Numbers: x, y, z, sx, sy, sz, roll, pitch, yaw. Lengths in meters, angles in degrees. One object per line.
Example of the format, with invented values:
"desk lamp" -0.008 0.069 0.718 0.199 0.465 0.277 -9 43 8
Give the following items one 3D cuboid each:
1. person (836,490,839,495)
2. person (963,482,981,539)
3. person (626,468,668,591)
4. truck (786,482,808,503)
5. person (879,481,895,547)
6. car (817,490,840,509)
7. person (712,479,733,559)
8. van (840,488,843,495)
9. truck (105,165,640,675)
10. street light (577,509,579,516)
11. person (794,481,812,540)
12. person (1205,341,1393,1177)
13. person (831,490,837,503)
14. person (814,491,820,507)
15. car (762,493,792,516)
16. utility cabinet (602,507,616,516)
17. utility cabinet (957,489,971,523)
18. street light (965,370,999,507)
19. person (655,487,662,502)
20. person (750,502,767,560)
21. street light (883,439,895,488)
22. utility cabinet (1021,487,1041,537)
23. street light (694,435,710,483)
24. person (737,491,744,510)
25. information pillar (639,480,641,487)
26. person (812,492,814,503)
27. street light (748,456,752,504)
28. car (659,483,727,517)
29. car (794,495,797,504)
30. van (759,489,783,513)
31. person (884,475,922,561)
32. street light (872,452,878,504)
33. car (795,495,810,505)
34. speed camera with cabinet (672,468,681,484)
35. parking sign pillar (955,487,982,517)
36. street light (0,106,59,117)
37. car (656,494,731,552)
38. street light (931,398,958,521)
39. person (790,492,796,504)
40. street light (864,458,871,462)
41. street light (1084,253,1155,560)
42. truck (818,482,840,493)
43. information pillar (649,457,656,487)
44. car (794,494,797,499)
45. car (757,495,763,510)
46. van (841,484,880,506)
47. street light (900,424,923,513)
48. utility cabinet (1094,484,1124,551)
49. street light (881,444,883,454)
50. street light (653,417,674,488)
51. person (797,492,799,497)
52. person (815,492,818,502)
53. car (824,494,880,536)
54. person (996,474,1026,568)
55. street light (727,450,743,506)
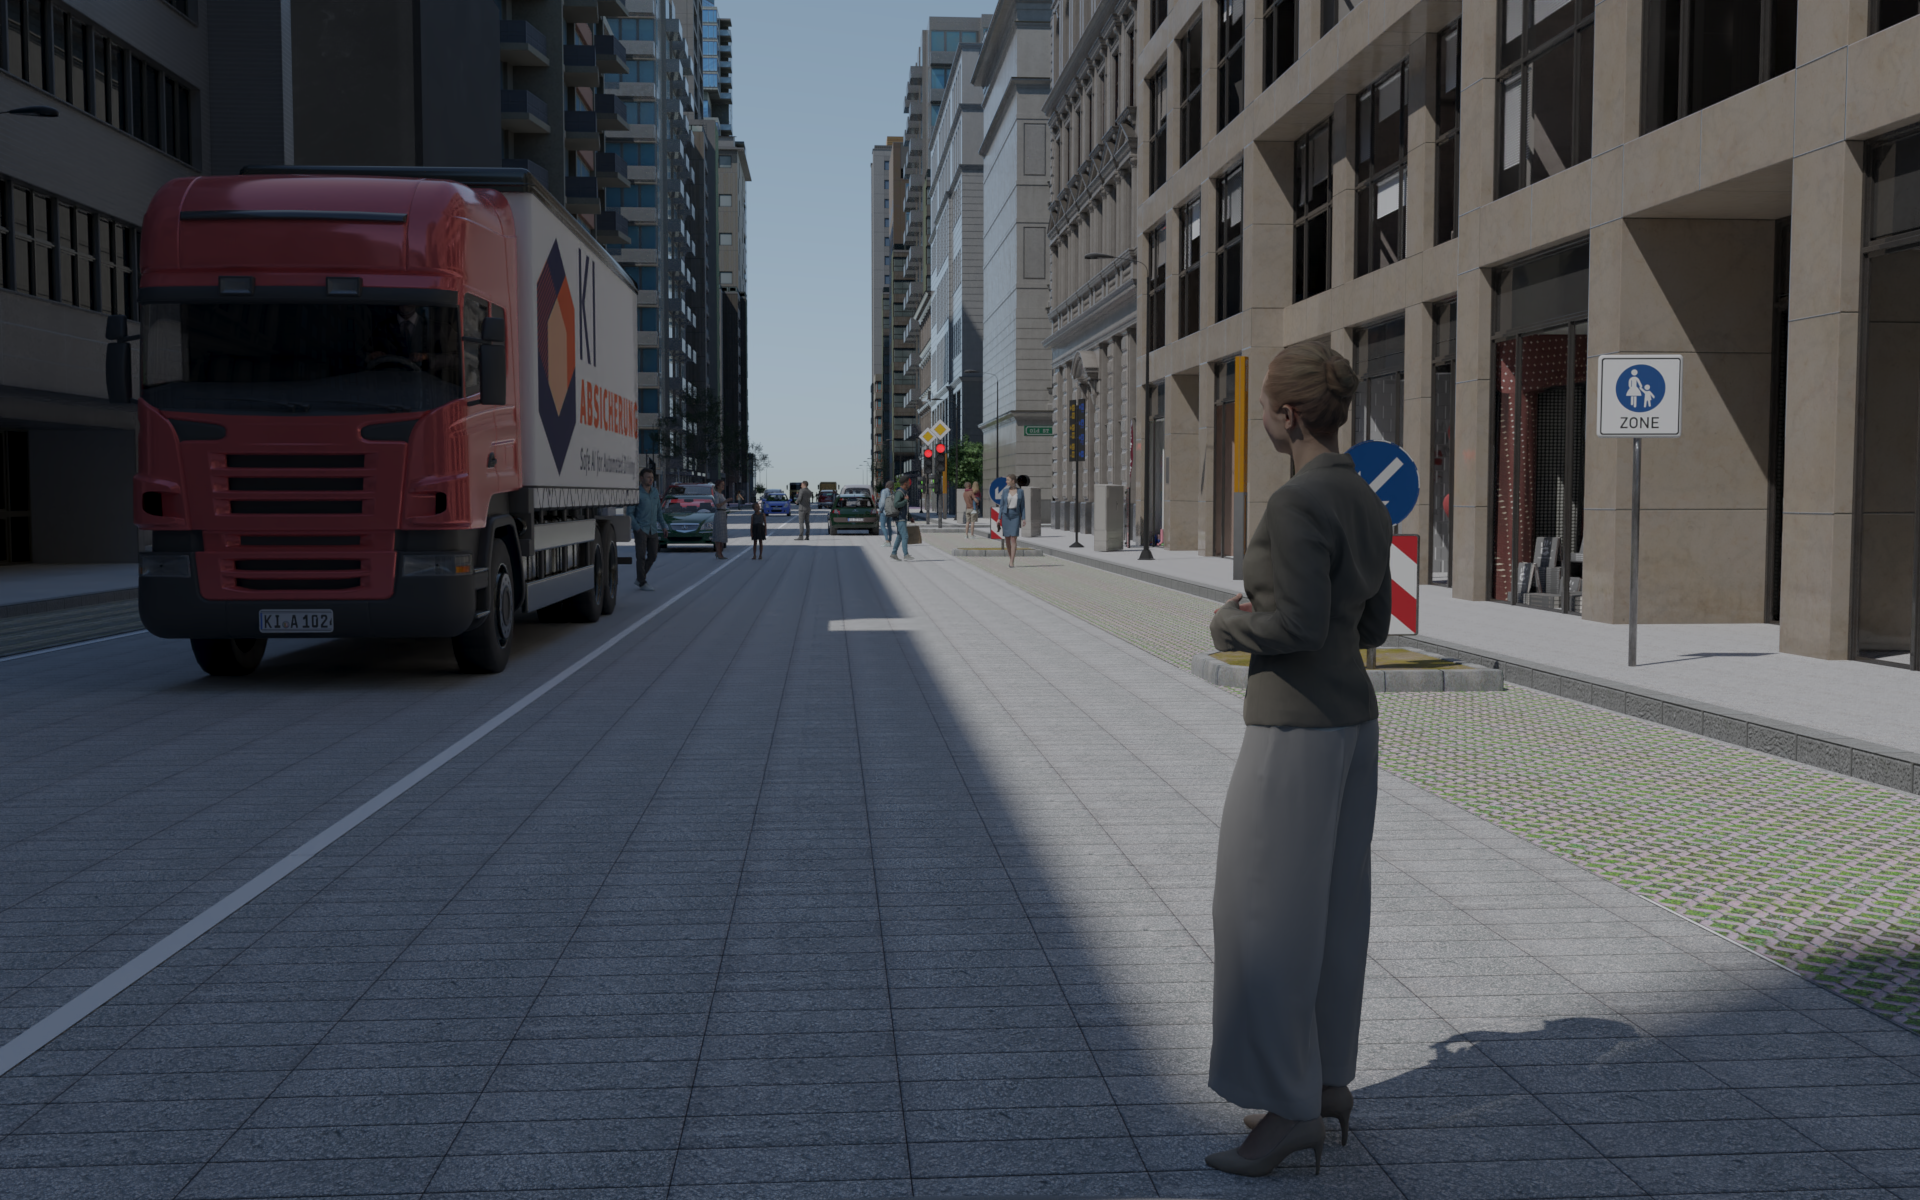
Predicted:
"person" -13.649 -11.220 191.585 1.348 1.869 0.705 0 4 4
"person" 0.390 -2.873 55.453 0.580 1.828 0.573 0 4 -1
"person" -4.710 -1.058 25.824 0.620 1.820 0.660 2 4 34
"truck" -26.786 -17.722 285.669 3.469 3.379 9.791 0 4 -4
"person" -1.980 -2.355 47.277 0.793 1.790 0.793 0 4 3
"car" -12.684 -9.718 167.565 2.281 1.827 5.304 0 4 -3
"person" -5.192 -1.774 38.068 0.524 1.755 0.480 1 4 9
"van" -6.587 -6.017 105.384 2.013 2.044 4.112 0 4 -3
"truck" -5.052 -1.726 17.141 2.839 4.237 11.283 0 4 -4
"street light" -15.475 -6.113 72.487 1.470 5.913 1.316 0 4 -4
"person" -4.889 -2.774 53.656 0.447 1.846 0.655 2 4 35
"person" 0.726 0.321 3.801 0.362 1.759 0.519 2 4 35
"person" -10.556 -8.366 145.629 0.623 1.781 0.721 -1 4 -11
"person" -16.129 -11.606 198.393 1.348 1.807 0.705 -1 4 -17
"car" -11.841 -6.285 112.342 1.945 1.707 3.694 0 4 -4
"utility cabinet" -16.237 -4.217 80.110 0.306 1.237 1.020 1 4 10
"utility cabinet" 0.223 -4.046 74.830 0.318 1.500 1.173 -1 4 -21
"street light" 0.865 -5.650 64.924 1.470 5.913 1.316 0 4 -4
"person" -15.837 -5.026 90.852 0.590 1.801 0.661 0 4 2
"person" -4.407 -1.512 37.887 0.362 1.253 0.373 0 4 -2
"street light" -5.575 -10.678 147.130 1.470 5.913 1.316 0 4 -4
"utility cabinet" 2.134 -2.623 51.557 0.318 1.500 1.173 1 4 18
"street light" -20.211 -9.972 135.583 1.470 5.913 1.316 0 4 -4
"person" -19.329 -8.750 152.284 0.721 1.735 1.217 -2 4 -34
"information pillar" -17.210 -5.391 92.633 0.304 2.012 0.304 -1 4 -11
"person" -23.178 -16.154 272.761 0.705 1.807 1.348 1 4 9
"street light" -26.051 -14.614 211.480 1.470 5.913 1.316 0 4 -4
"car" -8.905 -2.984 57.468 2.281 1.827 5.304 0 4 -2
"car" -22.256 -14.303 242.656 1.959 1.807 4.718 0 4 -3
"van" -14.519 -7.791 134.388 2.013 2.044 4.112 0 4 -2
"person" -1.192 -1.730 36.775 0.713 1.824 0.794 2 4 27
"street light" -8.923 -13.471 192.789 1.470 5.913 1.316 0 4 -4
"car" -20.148 -13.023 222.714 2.009 1.686 4.222 0 4 -3
"speed camera with cabinet" -21.170 -8.477 132.940 0.660 3.252 2.038 3 5 42
"parking sign pillar" 0.473 -6.587 96.167 1.447 3.967 1.447 -2 4 -34
"street light" -11.479 -2.954 20.836 1.470 5.913 1.316 0 4 -4
"car" -6.954 -2.001 44.522 2.131 1.459 4.920 0 4 -6
"street light" -0.697 -6.810 83.883 1.470 5.913 1.316 0 4 -4
"person" -25.243 -15.426 261.427 1.217 1.735 0.721 2 4 34
"street light" -11.320 -15.390 224.162 1.470 5.913 1.316 0 4 -4
"street light" 3.090 -3.731 33.538 1.470 5.913 1.316 0 4 -4
"truck" -20.349 -16.613 267.548 3.469 3.379 9.791 0 4 -3
"information pillar" -19.373 -7.203 109.117 0.504 3.616 0.183 2 4 25
"car" -25.309 -16.140 273.680 2.009 1.686 4.222 0 4 -3
"car" -17.341 -8.841 156.904 2.083 1.381 4.827 0 4 -5
"van" -4.504 -4.244 76.402 2.013 2.044 4.112 0 4 -3
"street light" -3.128 -8.753 115.650 1.470 5.913 1.316 0 4 -4
"utility cabinet" 3.348 -1.842 38.795 0.318 1.500 1.173 2 4 24
"street light" -6.652 -11.519 160.882 1.470 5.913 1.316 0 4 -4
"street light" -17.863 -8.041 104.015 1.470 5.913 1.316 0 4 -4
"person" -22.080 -13.859 236.016 0.541 1.710 0.530 -3 5 -44
"person" -24.942 -17.943 302.388 0.721 1.766 1.217 2 4 29
"car" -3.785 -3.146 61.228 2.009 1.686 4.222 0 4 -6
"person" 1.029 -1.542 33.734 0.581 1.822 0.654 1 4 21
"street light" -23.554 -12.696 180.115 1.470 5.913 1.316 0 4 -4
